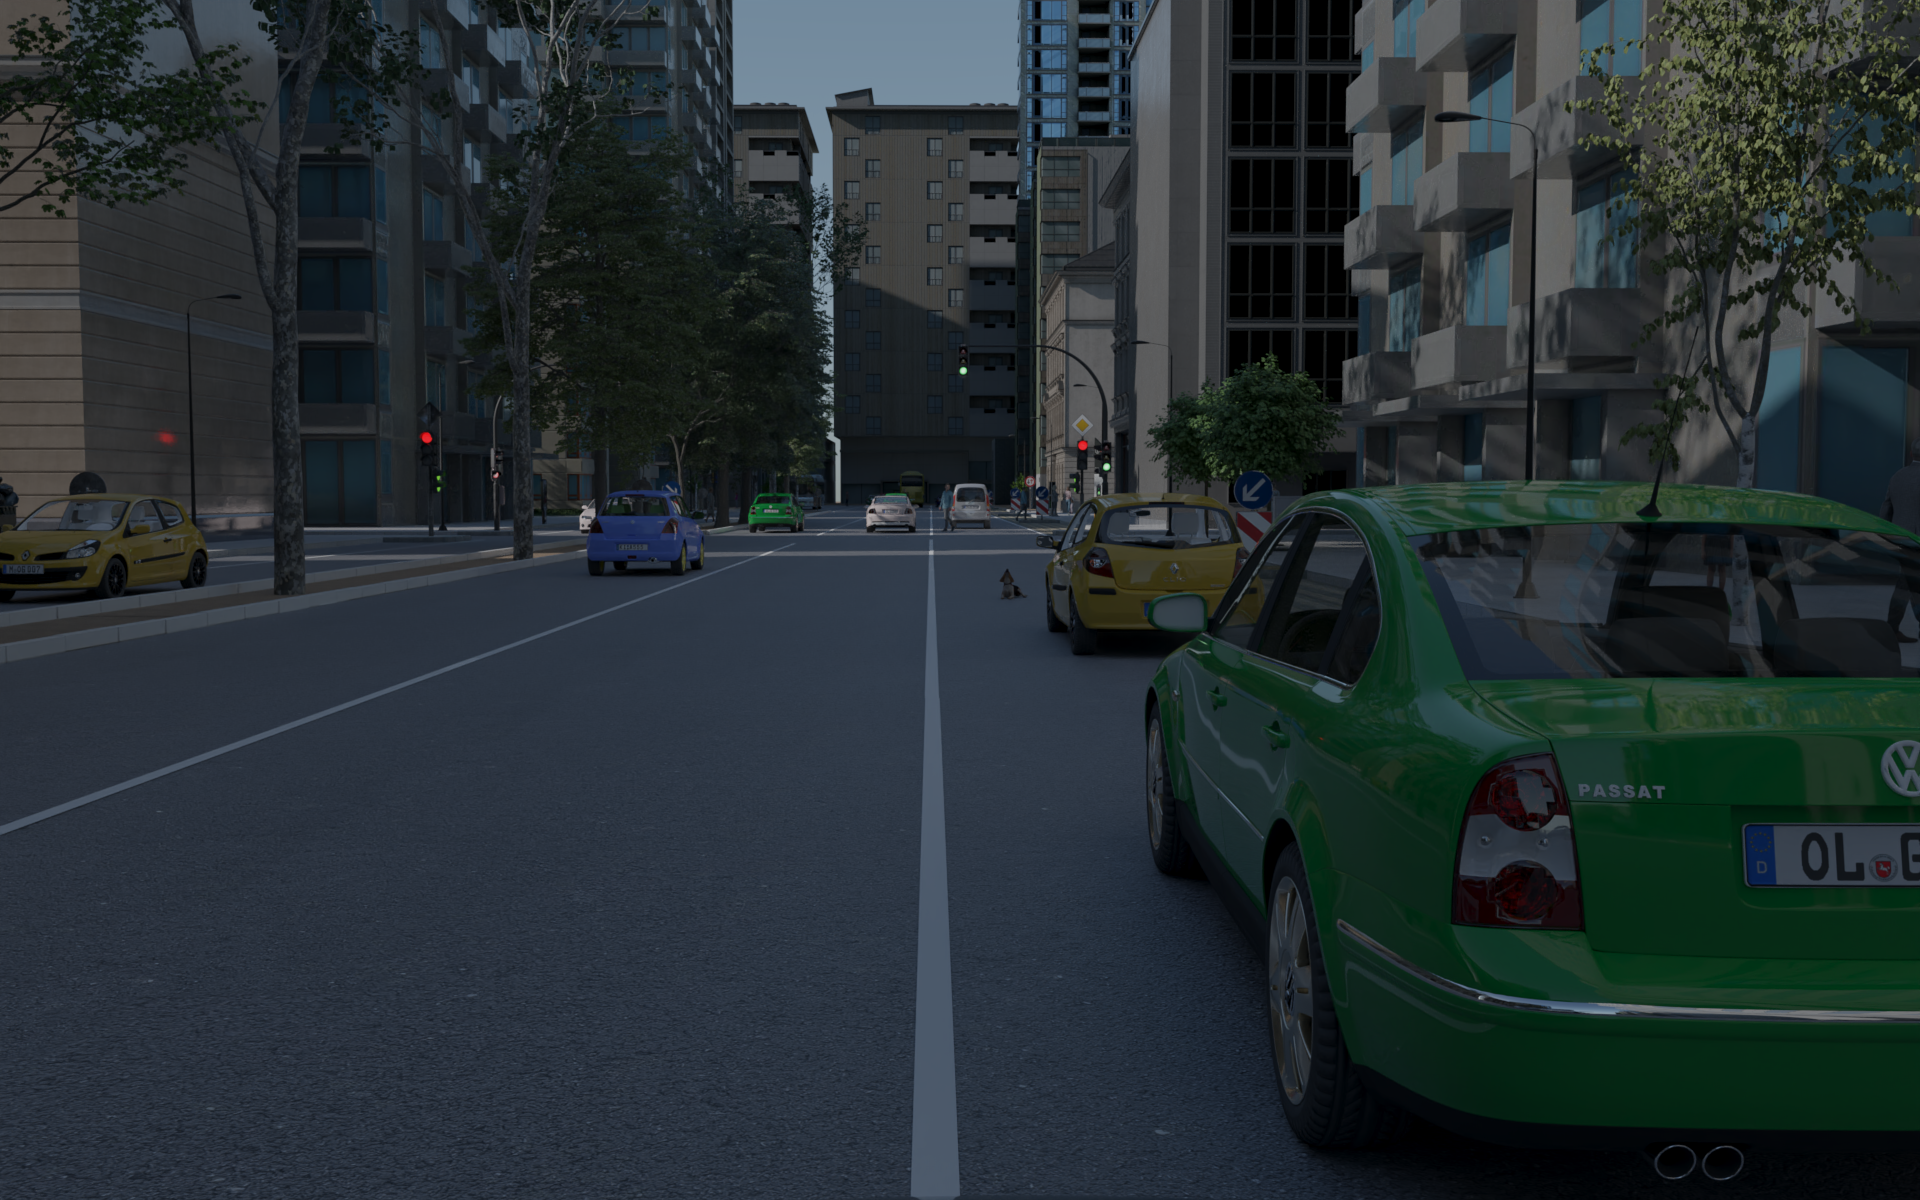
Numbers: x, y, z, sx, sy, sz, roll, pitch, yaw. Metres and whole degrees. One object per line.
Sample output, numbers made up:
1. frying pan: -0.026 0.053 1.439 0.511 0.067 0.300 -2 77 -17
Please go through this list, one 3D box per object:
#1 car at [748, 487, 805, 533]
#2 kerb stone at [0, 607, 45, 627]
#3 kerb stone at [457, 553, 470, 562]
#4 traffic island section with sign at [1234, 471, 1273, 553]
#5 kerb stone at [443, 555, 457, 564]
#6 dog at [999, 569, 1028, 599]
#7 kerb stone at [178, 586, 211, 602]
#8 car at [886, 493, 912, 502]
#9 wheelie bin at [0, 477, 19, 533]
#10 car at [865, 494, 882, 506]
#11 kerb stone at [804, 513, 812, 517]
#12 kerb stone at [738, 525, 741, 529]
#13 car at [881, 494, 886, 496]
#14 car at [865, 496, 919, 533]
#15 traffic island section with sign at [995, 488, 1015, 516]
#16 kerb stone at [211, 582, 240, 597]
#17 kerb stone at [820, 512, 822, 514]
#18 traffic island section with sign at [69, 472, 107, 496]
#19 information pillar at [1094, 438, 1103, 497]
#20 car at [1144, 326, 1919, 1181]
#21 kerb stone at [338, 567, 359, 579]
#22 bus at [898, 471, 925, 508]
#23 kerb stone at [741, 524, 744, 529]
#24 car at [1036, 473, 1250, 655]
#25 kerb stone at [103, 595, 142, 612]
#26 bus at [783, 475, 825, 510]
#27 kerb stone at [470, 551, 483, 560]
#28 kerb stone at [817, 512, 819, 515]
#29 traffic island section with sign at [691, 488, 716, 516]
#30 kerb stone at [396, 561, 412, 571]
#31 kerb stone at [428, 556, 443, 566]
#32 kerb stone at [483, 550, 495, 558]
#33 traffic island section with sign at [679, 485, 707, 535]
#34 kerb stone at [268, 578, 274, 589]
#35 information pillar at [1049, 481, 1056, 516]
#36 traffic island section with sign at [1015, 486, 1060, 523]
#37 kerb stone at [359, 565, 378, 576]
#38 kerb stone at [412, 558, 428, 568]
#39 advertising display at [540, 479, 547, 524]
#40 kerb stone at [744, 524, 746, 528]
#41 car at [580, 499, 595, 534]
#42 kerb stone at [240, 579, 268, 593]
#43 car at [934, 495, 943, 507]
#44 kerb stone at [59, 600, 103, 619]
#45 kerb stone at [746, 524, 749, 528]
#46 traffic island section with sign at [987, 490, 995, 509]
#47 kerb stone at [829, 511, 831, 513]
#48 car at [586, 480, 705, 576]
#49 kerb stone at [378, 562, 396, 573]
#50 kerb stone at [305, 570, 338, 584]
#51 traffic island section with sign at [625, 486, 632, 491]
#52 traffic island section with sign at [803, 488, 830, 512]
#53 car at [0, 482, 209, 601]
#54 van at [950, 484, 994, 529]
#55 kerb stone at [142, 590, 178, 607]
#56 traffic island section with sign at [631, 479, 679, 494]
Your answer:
1. car: -6.902 -3.463 65.415 1.959 1.807 4.718 0 3 0
2. kerb stone: -10.334 0.183 19.210 0.120 0.150 1.000 0 4 -1
3. kerb stone: -10.616 -0.878 36.636 0.120 0.150 1.000 0 4 -1
4. traffic island section with sign: 4.833 -1.307 29.989 1.989 1.847 2.006 0 4 -1
5. kerb stone: -10.599 -0.818 35.612 0.120 0.150 1.000 0 4 -1
6. dog: 0.774 -0.228 23.915 0.748 0.427 0.550 -2 4 -33
7. kerb stone: -10.387 -0.068 23.303 0.120 0.150 1.000 0 4 -1
8. car: -3.903 -5.944 105.978 1.959 1.807 4.718 0 4 -2
9. wheelie bin: -17.381 -1.422 31.157 0.693 1.594 0.980 0 4 1
10. car: -8.569 -10.000 175.294 2.131 1.459 4.920 0 4 1
11. kerb stone: -9.749 -5.433 111.026 0.120 0.150 1.000 0 4 -1
12. kerb stone: -9.073 -2.915 70.022 0.120 0.150 1.000 0 4 -1
13. car: -9.058 -11.972 204.774 2.155 1.783 4.494 0 4 -2
14. car: -2.599 -3.268 65.799 2.083 1.381 4.827 0 4 -1
15. traffic island section with sign: 3.461 -6.363 112.659 1.989 1.847 2.006 0 4 -1
16. kerb stone: -10.407 -0.130 24.324 0.120 0.150 1.000 0 4 -1
17. kerb stone: -9.922 -6.055 121.260 0.120 0.150 1.000 0 4 -1
18. traffic island section with sign: -15.400 -1.313 30.102 1.989 1.847 2.006 0 4 -1
19. information pillar: 5.764 -4.911 71.650 0.504 3.616 0.183 3 5 40
20. car: 1.607 0.222 5.170 1.959 1.807 4.718 0 4 0
21. kerb stone: -10.500 -0.444 29.459 0.120 0.150 1.000 0 4 -1
22. bus: -5.170 -11.876 185.724 2.896 3.916 12.252 0 4 -2
23. kerb stone: -9.083 -2.988 71.049 0.120 0.150 1.000 0 4 -1
24. car: 1.789 -0.406 16.859 2.015 1.641 3.980 0 4 -2
25. kerb stone: -10.360 0.058 21.254 0.120 0.150 1.000 0 4 -1
26. bus: -14.342 -10.140 160.647 2.948 3.499 13.247 0 3 0
27. kerb stone: -10.630 -0.947 37.676 0.120 0.150 1.000 0 4 -1
28. kerb stone: -9.878 -5.871 118.194 0.120 0.150 1.000 0 4 -1
29. traffic island section with sign: -16.762 -6.376 112.876 1.989 1.847 2.006 0 4 -1
30. kerb stone: -10.549 -0.632 32.535 0.120 0.150 1.000 0 4 -1
31. kerb stone: -10.586 -0.754 34.587 0.120 0.150 1.000 0 4 -1
32. kerb stone: -10.640 -1.007 38.698 0.120 0.150 1.000 0 4 -1
33. traffic island section with sign: -9.947 -3.197 60.402 2.006 1.907 1.989 0 4 -1
34. kerb stone: -10.449 -0.256 26.377 0.120 0.150 1.000 0 4 -1
35. information pillar: 5.373 -5.882 100.655 0.304 2.012 0.304 -2 4 -25
36. traffic island section with sign: 3.909 -4.714 85.708 1.989 1.847 2.006 0 4 -1
37. kerb stone: -10.515 -0.507 30.490 0.120 0.150 1.000 0 4 -1
38. kerb stone: -10.570 -0.687 33.566 0.120 0.150 1.000 0 4 -1
39. advertising display: -17.870 -4.231 74.391 0.123 1.923 0.974 0 4 -5
40. kerb stone: -9.104 -3.048 72.072 0.120 0.150 1.000 0 4 -1
41. car: -12.891 -3.177 64.308 2.083 1.381 4.827 0 4 -3
42. kerb stone: -10.422 -0.193 25.355 0.120 0.150 1.000 0 4 -1
43. car: -1.802 -10.773 188.719 1.945 1.354 3.894 0 4 -3
44. kerb stone: -10.341 0.120 20.232 0.120 0.150 1.000 0 4 -1
45. kerb stone: -9.118 -3.113 73.099 0.120 0.150 1.000 0 4 -1
46. traffic island section with sign: 2.622 -9.424 162.717 1.989 1.847 2.006 0 4 -1
47. kerb stone: -10.094 -6.686 131.510 0.120 0.150 1.000 0 4 -1
48. car: -5.698 -1.353 31.712 1.945 1.707 3.694 0 4 -1
49. kerb stone: -10.531 -0.570 31.514 0.120 0.150 1.000 0 4 -1
50. kerb stone: -10.479 -0.381 28.432 0.120 0.150 1.000 0 4 -1
51. traffic island section with sign: -16.326 -4.724 85.862 1.989 1.847 2.006 0 4 -1
52. traffic island section with sign: -11.204 -7.792 135.530 2.006 1.907 1.989 0 4 -1
53. car: -12.157 -0.867 24.391 2.015 1.641 3.980 0 4 0
54. van: 0.431 -3.993 72.297 2.013 2.044 4.112 0 4 0
55. kerb stone: -10.372 -0.005 22.276 0.120 0.150 1.000 0 4 -1
56. traffic island section with sign: -9.834 -2.744 52.995 2.006 1.907 1.989 0 4 -1
